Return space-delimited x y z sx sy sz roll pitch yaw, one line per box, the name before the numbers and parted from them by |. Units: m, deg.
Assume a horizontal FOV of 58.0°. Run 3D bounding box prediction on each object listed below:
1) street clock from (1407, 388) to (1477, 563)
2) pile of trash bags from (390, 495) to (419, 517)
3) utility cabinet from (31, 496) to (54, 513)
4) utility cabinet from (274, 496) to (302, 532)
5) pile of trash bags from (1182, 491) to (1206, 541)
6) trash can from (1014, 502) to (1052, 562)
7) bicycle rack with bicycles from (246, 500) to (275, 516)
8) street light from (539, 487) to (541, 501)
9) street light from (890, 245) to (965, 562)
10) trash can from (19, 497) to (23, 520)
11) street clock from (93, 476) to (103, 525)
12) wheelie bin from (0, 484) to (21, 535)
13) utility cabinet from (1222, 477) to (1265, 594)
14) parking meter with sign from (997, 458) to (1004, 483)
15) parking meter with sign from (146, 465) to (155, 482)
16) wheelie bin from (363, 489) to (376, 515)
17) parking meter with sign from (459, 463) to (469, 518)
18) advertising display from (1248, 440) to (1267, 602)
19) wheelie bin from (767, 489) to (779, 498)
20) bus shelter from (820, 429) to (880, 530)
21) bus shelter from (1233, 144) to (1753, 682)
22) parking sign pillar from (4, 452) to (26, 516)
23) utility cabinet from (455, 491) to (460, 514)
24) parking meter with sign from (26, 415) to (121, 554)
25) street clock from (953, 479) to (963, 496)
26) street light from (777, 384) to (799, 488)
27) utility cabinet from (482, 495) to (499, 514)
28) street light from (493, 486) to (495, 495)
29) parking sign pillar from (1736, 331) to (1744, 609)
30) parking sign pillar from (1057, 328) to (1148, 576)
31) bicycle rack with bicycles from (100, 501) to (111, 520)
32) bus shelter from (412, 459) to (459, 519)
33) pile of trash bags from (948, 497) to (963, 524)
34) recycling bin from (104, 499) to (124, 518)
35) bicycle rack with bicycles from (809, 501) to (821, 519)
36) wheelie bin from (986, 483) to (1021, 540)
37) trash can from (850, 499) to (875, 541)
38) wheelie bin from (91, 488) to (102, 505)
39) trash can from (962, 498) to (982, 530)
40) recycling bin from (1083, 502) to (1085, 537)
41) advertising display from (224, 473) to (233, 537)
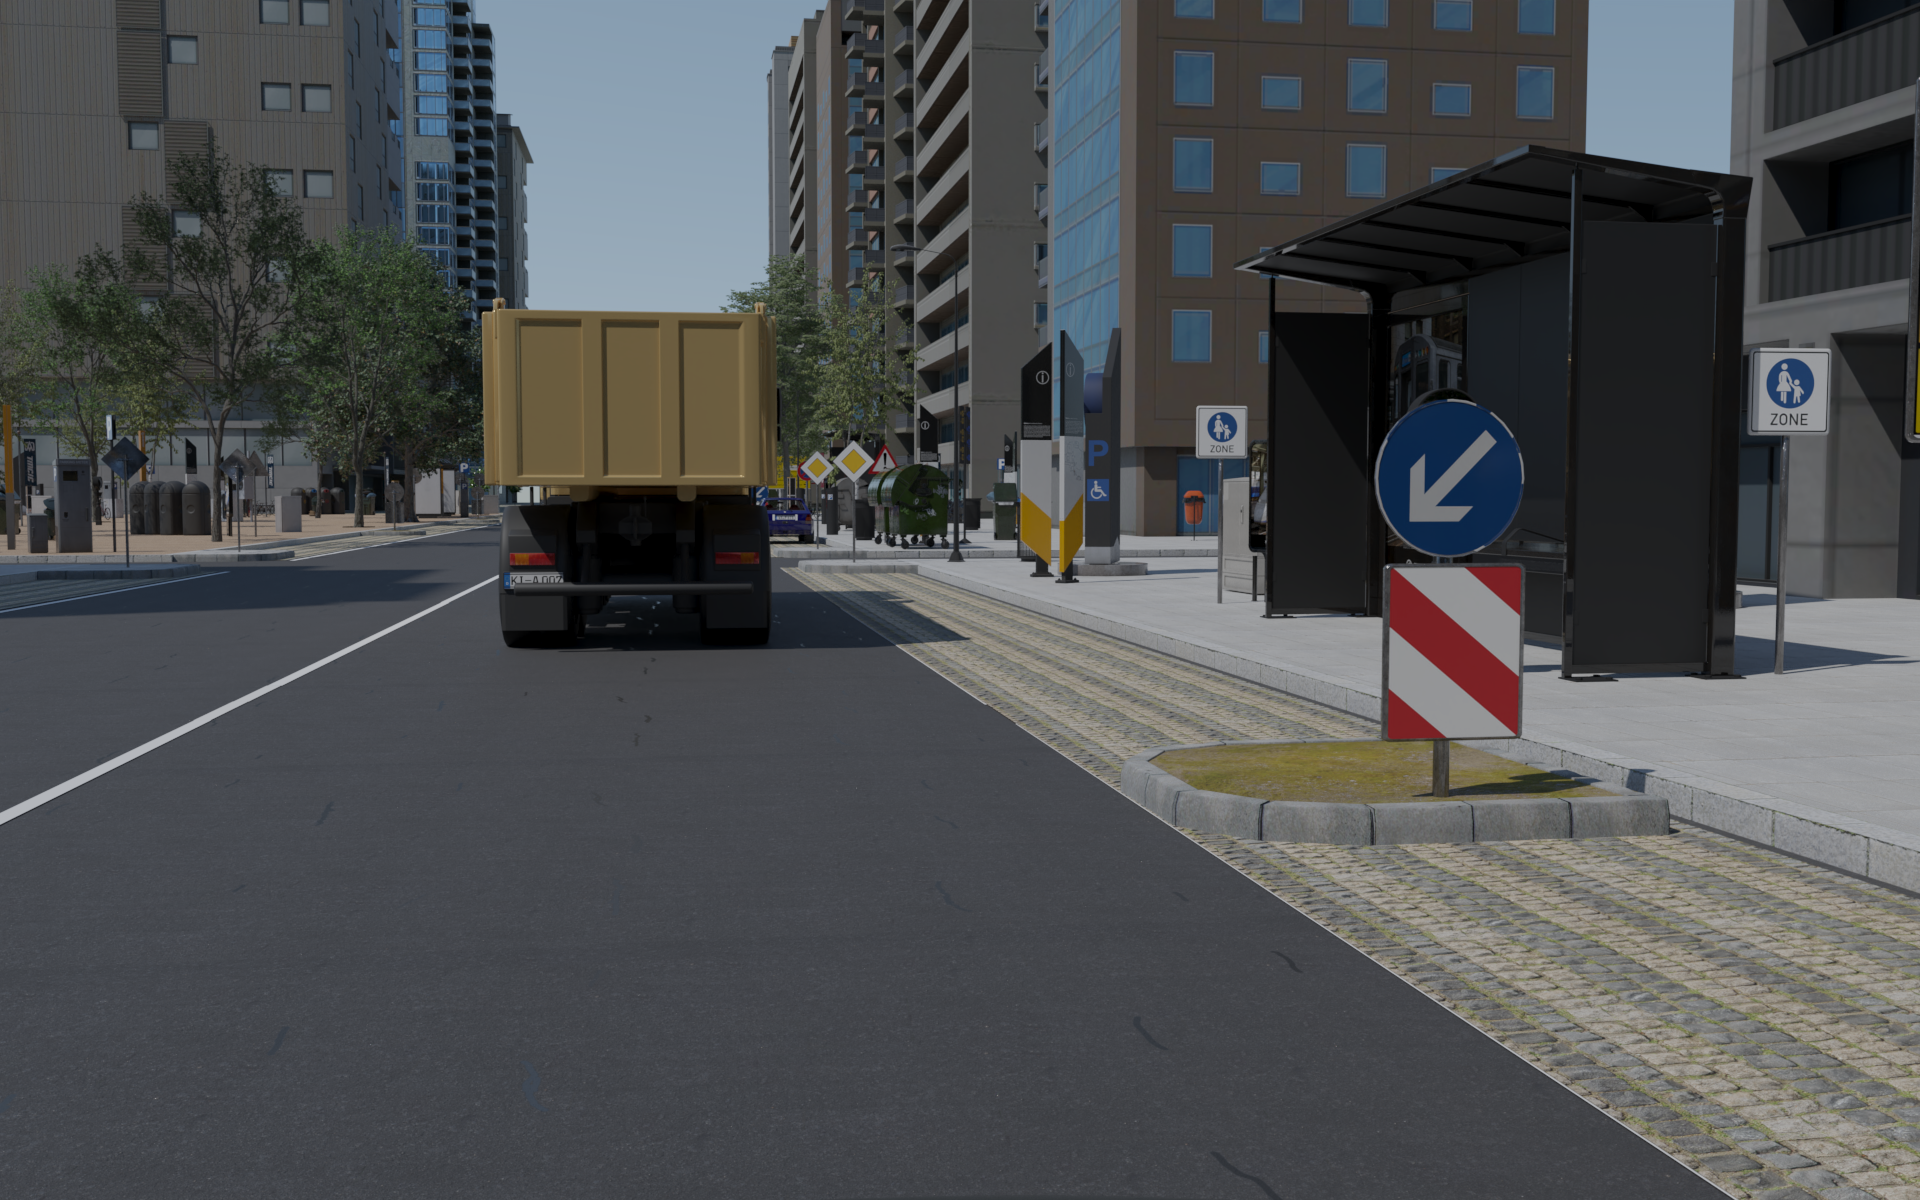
street clock | 3.324 -0.452 11.959 0.471 2.002 0.358 0 4 -1
pile of trash bags | -31.918 -5.512 99.874 1.912 1.369 3.447 -1 4 -15
utility cabinet | -32.736 -3.109 61.997 1.020 1.237 0.306 1 4 23
utility cabinet | -22.609 -2.883 58.298 0.306 1.237 1.020 1 4 17
pile of trash bags | 7.864 -2.323 47.726 3.447 1.369 1.912 0 4 5
trash can | 1.384 -1.299 32.894 0.748 1.137 0.748 0 3 0
bicycle rack with bicycles | -41.627 -5.480 102.986 2.852 0.926 2.925 3 5 41
street light | -37.002 -11.146 154.776 1.470 5.913 1.316 -1 4 -10
street light | -0.605 -3.668 32.509 1.470 5.913 1.316 -1 4 -10
trash can | -47.030 -4.563 86.257 0.748 1.137 0.748 0 3 0
street clock | -35.445 -4.077 71.228 0.358 2.002 0.471 0 4 -5
wheelie bin | -30.059 -2.852 54.546 0.693 1.594 0.980 0 4 -5
utility cabinet | 3.744 -0.841 22.435 0.318 1.500 1.173 -1 4 -13
parking meter with sign | 2.258 -5.455 85.452 0.543 3.016 1.738 1 4 12
parking meter with sign | -47.889 -6.496 102.467 0.543 3.016 1.738 -2 4 -26
wheelie bin | -35.736 -5.916 104.634 0.980 1.594 0.693 1 4 9
parking meter with sign | -27.342 -6.070 95.498 0.543 3.016 1.738 -1 4 -15
advertising display | 3.734 -0.924 20.319 0.123 1.923 0.974 -2 4 -28
wheelie bin | -10.129 -5.163 92.324 0.980 1.594 0.693 -3 4 -37
bus shelter | -4.162 -4.549 65.656 1.731 3.624 6.357 -1 4 -10
bus shelter | 4.152 -1.444 14.887 1.731 3.624 6.357 -1 4 -10
parking sign pillar | -56.350 -7.040 103.574 1.447 3.967 1.447 -1 4 -21
utility cabinet | -32.171 -6.203 110.090 1.173 1.500 0.318 2 4 28
parking meter with sign | -19.386 -2.540 37.791 1.738 3.016 0.543 -3 4 -37
street clock | -0.091 -4.784 82.793 0.358 2.002 0.471 3 5 42
street light | -7.333 -6.121 72.613 1.470 5.913 1.316 -1 4 -10
utility cabinet | -30.443 -6.179 112.183 1.020 1.237 0.306 -2 4 -33
street light | -30.013 -8.621 113.500 1.470 5.913 1.316 -1 4 -10
parking sign pillar | 8.196 -1.914 19.772 1.447 3.967 1.447 -2 4 -35
parking sign pillar | 2.278 -2.390 27.557 1.447 3.967 1.447 1 4 12
bicycle rack with bicycles | -43.611 -4.413 85.530 2.852 0.926 2.925 -3 5 -44
bus shelter | -28.373 -6.065 93.091 2.014 3.302 5.546 -1 4 -10
pile of trash bags | -0.725 -4.025 75.556 1.912 1.369 3.447 3 4 37
recycling bin | -45.159 -4.885 92.418 0.722 1.027 0.722 0 4 3
bicycle rack with bicycles | -7.028 -5.354 100.919 2.925 0.926 2.852 -1 4 -11
wheelie bin | 1.210 -2.461 48.142 0.980 1.594 0.693 0 4 -6
trash can | -2.659 -2.224 48.011 0.748 1.137 0.748 0 3 0
wheelie bin | -47.634 -5.331 95.072 0.693 1.594 0.980 2 4 26
trash can | 0.429 -3.050 61.517 0.748 1.137 0.748 0 3 0
recycling bin | 3.938 -2.438 52.418 0.722 1.027 0.722 -1 4 -10
advertising display | -22.214 -2.900 52.626 0.123 1.923 0.974 -2 4 -30
